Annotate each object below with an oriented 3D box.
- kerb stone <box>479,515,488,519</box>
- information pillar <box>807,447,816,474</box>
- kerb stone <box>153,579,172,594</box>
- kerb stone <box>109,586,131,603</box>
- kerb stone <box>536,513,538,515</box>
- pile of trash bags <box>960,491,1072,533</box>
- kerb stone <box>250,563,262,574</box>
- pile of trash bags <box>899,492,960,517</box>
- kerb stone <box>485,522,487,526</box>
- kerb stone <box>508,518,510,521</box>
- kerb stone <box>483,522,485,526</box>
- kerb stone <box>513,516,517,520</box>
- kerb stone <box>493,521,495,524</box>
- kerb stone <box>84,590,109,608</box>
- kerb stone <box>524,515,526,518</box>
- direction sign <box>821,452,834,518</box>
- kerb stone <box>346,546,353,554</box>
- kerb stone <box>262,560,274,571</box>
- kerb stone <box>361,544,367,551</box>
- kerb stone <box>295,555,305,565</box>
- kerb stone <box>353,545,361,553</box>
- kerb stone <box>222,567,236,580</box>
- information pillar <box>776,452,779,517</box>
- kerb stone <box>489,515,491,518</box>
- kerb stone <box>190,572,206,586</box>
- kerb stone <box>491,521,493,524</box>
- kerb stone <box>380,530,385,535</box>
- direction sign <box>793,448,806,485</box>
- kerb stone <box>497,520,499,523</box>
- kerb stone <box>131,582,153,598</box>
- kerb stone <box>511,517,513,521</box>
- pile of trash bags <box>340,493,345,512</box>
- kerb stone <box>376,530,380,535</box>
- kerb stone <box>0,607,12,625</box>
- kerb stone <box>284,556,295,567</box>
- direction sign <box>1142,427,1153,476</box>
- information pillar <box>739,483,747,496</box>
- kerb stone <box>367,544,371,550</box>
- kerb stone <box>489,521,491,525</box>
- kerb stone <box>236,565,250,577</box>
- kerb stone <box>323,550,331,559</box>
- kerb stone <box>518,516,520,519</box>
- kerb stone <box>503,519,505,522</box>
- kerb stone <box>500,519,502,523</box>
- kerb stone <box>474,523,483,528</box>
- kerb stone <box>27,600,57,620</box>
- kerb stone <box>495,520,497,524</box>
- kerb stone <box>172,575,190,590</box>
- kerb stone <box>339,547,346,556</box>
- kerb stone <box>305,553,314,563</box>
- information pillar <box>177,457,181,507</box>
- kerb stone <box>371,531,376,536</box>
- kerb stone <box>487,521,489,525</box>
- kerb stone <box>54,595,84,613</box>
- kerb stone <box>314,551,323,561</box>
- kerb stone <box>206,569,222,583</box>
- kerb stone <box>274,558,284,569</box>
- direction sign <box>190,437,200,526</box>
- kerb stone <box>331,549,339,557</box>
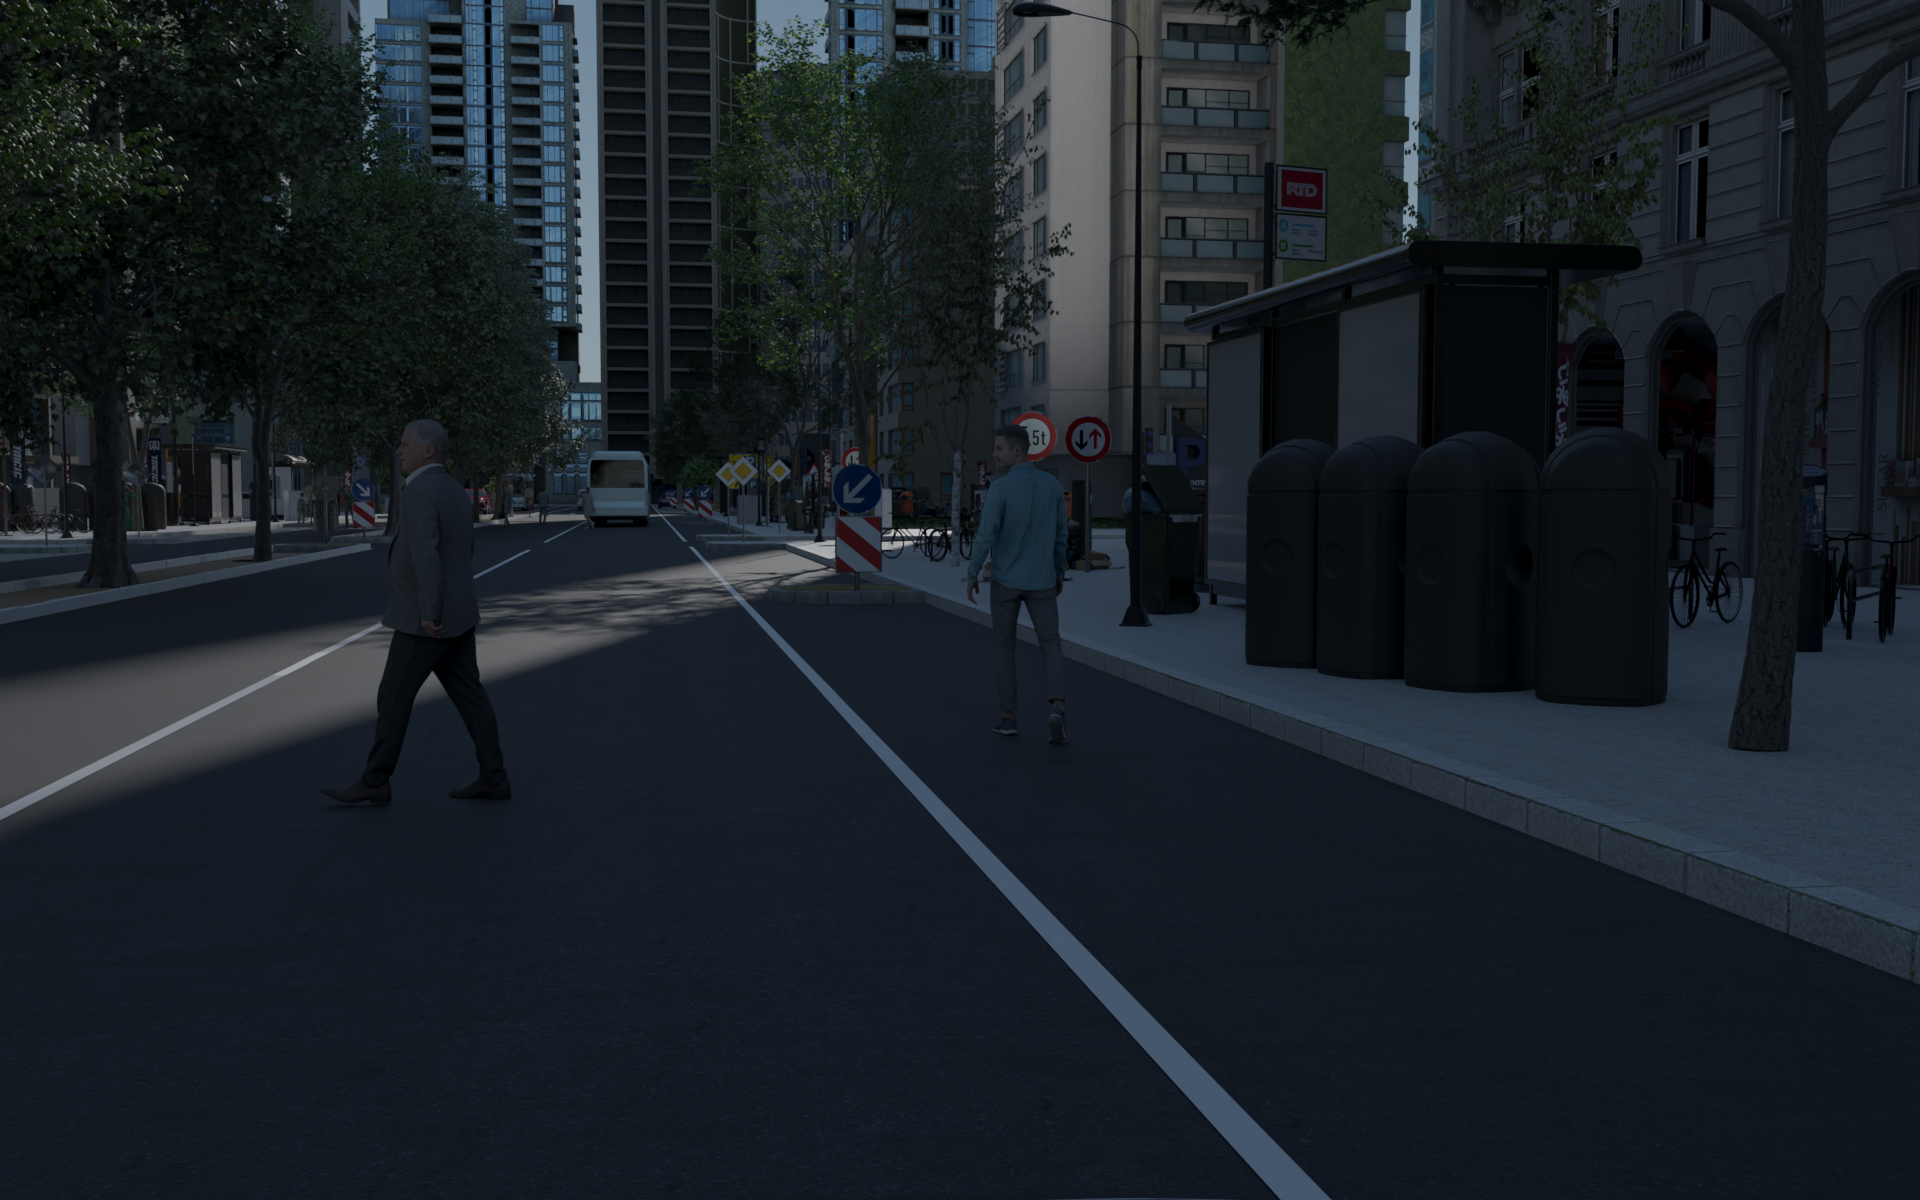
[{"bbox_3d":[-27.797,-4.815,100.978,0.120,0.150,1.000,-1,4,-10],"label":"kerb stone"},{"bbox_3d":[-7.471,-5.841,86.855,0.504,3.616,0.183,2,4,25],"label":"information pillar"},{"bbox_3d":[-11.710,-0.181,25.233,0.120,0.150,1.000,-1,4,-10],"label":"kerb stone"},{"bbox_3d":[-11.348,-0.059,23.209,0.120,0.150,1.000,-1,4,-10],"label":"kerb stone"},{"bbox_3d":[-28.154,-5.644,114.501,0.120,0.150,1.000,-1,4,-10],"label":"kerb stone"},{"bbox_3d":[2.025,-2.844,56.251,3.447,1.369,1.912,-1,4,-17],"label":"pile of trash bags"},{"bbox_3d":[-12.831,-0.555,31.290,0.120,0.150,1.000,-1,4,-10],"label":"kerb stone"},{"bbox_3d":[-1.157,-3.664,69.654,3.447,1.369,1.912,3,5,44],"label":"pile of trash bags"},{"bbox_3d":[-21.289,-3.363,77.185,0.120,0.150,1.000,-1,4,-10],"label":"kerb stone"},{"bbox_3d":[-23.700,-4.160,90.282,0.120,0.150,1.000,-1,4,-10],"label":"kerb stone"},{"bbox_3d":[-21.103,-3.295,76.180,0.120,0.150,1.000,-1,4,-10],"label":"kerb stone"},{"bbox_3d":[-24.625,-4.472,95.329,0.120,0.150,1.000,-1,4,-10],"label":"kerb stone"},{"bbox_3d":[-22.034,-3.610,81.213,0.120,0.150,1.000,-1,4,-10],"label":"kerb stone"},{"bbox_3d":[-11.158,0.002,22.200,0.120,0.150,1.000,-1,4,-10],"label":"kerb stone"},{"bbox_3d":[-25.931,-4.905,102.397,0.120,0.150,1.000,-1,4,-10],"label":"kerb stone"},{"bbox_3d":[-7.282,-6.250,94.189,0.876,3.537,0.379,-1,4,-21],"label":"direction sign"},{"bbox_3d":[-14.691,-1.169,41.354,0.120,0.150,1.000,-1,4,-10],"label":"kerb stone"},{"bbox_3d":[-13.019,-0.607,32.304,0.120,0.150,1.000,-1,4,-10],"label":"kerb stone"},{"bbox_3d":[-15.056,-1.294,43.365,0.120,0.150,1.000,-1,4,-10],"label":"kerb stone"},{"bbox_3d":[-13.578,-0.801,35.319,0.120,0.150,1.000,-1,4,-10],"label":"kerb stone"},{"bbox_3d":[-14.869,-1.233,42.361,0.120,0.150,1.000,-1,4,-10],"label":"kerb stone"},{"bbox_3d":[-12.464,-0.433,29.279,0.120,0.150,1.000,-1,4,-10],"label":"kerb stone"},{"bbox_3d":[-10.074,-6.368,95.479,0.183,3.616,0.504,-1,4,-17],"label":"information pillar"},{"bbox_3d":[-28.169,-4.940,102.988,0.120,0.150,1.000,-1,4,-10],"label":"kerb stone"},{"bbox_3d":[-12.093,-0.305,27.247,0.120,0.150,1.000,-1,4,-10],"label":"kerb stone"},{"bbox_3d":[-21.842,-3.548,80.208,0.120,0.150,1.000,-1,4,-10],"label":"kerb stone"},{"bbox_3d":[-20.370,-2.351,60.658,0.120,0.150,1.000,-1,4,-10],"label":"kerb stone"},{"bbox_3d":[-7.931,-5.708,85.318,0.379,3.537,0.876,3,5,41],"label":"direction sign"},{"bbox_3d":[-22.395,-3.733,83.225,0.120,0.150,1.000,-1,4,-10],"label":"kerb stone"},{"bbox_3d":[-11.533,-0.124,24.225,0.120,0.150,1.000,-1,4,-10],"label":"kerb stone"},{"bbox_3d":[-24.065,-4.289,92.313,0.120,0.150,1.000,-1,4,-10],"label":"kerb stone"},{"bbox_3d":[-44.703,-6.880,122.242,1.912,1.369,3.447,3,4,37],"label":"pile of trash bags"},{"bbox_3d":[-20.192,-2.290,59.645,0.120,0.150,1.000,-1,4,-10],"label":"kerb stone"},{"bbox_3d":[-10.602,0.184,19.185,0.120,0.150,1.000,-1,4,-10],"label":"kerb stone"},{"bbox_3d":[-13.396,-0.741,34.312,0.120,0.150,1.000,-1,4,-10],"label":"kerb stone"},{"bbox_3d":[6.212,-4.089,58.854,0.876,3.537,0.379,-2,4,-34],"label":"direction sign"},{"bbox_3d":[-10.164,-4.692,81.211,0.304,2.012,0.304,3,5,44],"label":"information pillar"},{"bbox_3d":[-15.241,-1.356,44.373,0.120,0.150,1.000,-1,4,-10],"label":"kerb stone"},{"bbox_3d":[-21.660,-3.487,79.202,0.120,0.150,1.000,-1,4,-10],"label":"kerb stone"},{"bbox_3d":[-12.645,-0.495,30.285,0.120,0.150,1.000,-1,4,-10],"label":"kerb stone"},{"bbox_3d":[-14.126,-0.987,38.336,0.120,0.150,1.000,-1,4,-10],"label":"kerb stone"},{"bbox_3d":[-24.998,-4.597,97.353,0.120,0.150,1.000,-1,4,-10],"label":"kerb stone"},{"bbox_3d":[-23.130,-3.977,87.255,0.120,0.150,1.000,-1,4,-10],"label":"kerb stone"},{"bbox_3d":[-22.773,-3.856,85.238,0.120,0.150,1.000,-1,4,-10],"label":"kerb stone"},{"bbox_3d":[-20.911,-3.228,75.175,0.120,0.150,1.000,-1,4,-10],"label":"kerb stone"},{"bbox_3d":[-10.787,0.134,20.191,0.120,0.150,1.000,-1,4,-10],"label":"kerb stone"},{"bbox_3d":[-22.212,-3.666,82.220,0.120,0.150,1.000,-1,4,-10],"label":"kerb stone"},{"bbox_3d":[-11.902,-0.248,26.243,0.120,0.150,1.000,-1,4,-10],"label":"kerb stone"},{"bbox_3d":[-14.505,-1.108,40.349,0.120,0.150,1.000,-1,4,-10],"label":"kerb stone"},{"bbox_3d":[-13.760,-0.864,36.325,0.120,0.150,1.000,-1,4,-10],"label":"kerb stone"},{"bbox_3d":[-40.549,-6.058,90.410,0.504,3.616,0.183,-2,4,-29],"label":"information pillar"},{"bbox_3d":[-20.006,-2.229,58.639,0.120,0.150,1.000,-1,4,-10],"label":"kerb stone"},{"bbox_3d":[-21.467,-3.425,78.196,0.120,0.150,1.000,-1,4,-10],"label":"kerb stone"},{"bbox_3d":[-10.978,0.061,21.194,0.120,0.150,1.000,-1,4,-10],"label":"kerb stone"},{"bbox_3d":[-13.945,-0.923,37.330,0.120,0.150,1.000,-1,4,-10],"label":"kerb stone"},{"bbox_3d":[-12.273,-0.371,28.255,0.120,0.150,1.000,-1,4,-10],"label":"kerb stone"},{"bbox_3d":[-13.209,-0.678,33.308,0.120,0.150,1.000,-1,4,-10],"label":"kerb stone"},{"bbox_3d":[-30.424,-4.694,68.748,0.379,3.537,0.876,-1,4,-21],"label":"direction sign"},{"bbox_3d":[-14.322,-1.049,39.343,0.120,0.150,1.000,-1,4,-10],"label":"kerb stone"}]
